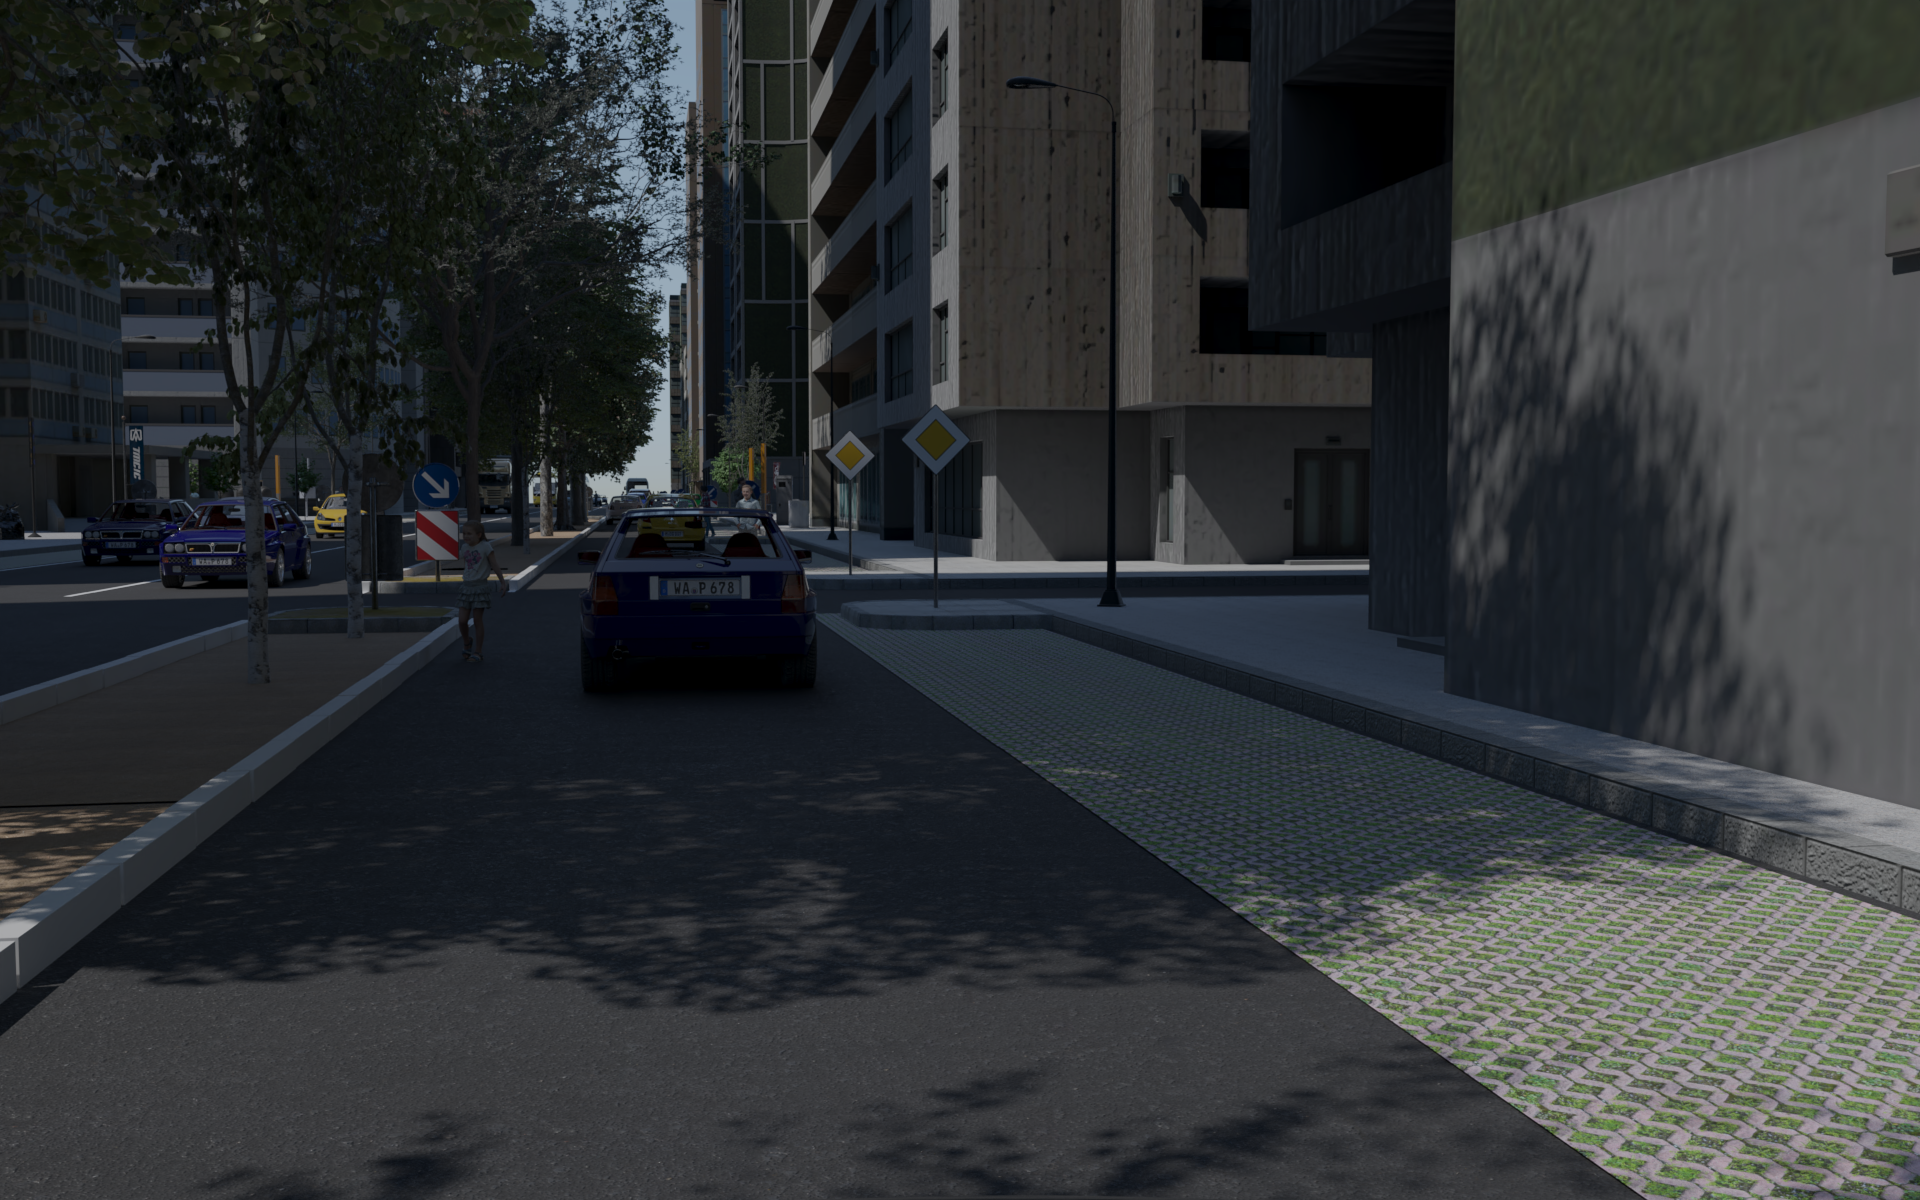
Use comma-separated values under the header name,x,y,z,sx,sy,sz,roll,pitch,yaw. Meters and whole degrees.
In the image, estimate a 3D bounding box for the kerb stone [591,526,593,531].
name,x,y,z,sx,sy,sz,roll,pitch,yaw
kerb stone,-13.832,-2.587,64.496,0.120,0.150,1.000,-1,4,-10

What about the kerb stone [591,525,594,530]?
name,x,y,z,sx,sy,sz,roll,pitch,yaw
kerb stone,-14.023,-2.647,65.500,0.120,0.150,1.000,-1,4,-10

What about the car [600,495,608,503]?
name,x,y,z,sx,sy,sz,roll,pitch,yaw
car,-50.794,-14.232,245.277,1.945,1.354,3.894,-1,4,-12

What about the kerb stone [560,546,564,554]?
name,x,y,z,sx,sy,sz,roll,pitch,yaw
kerb stone,-9.348,-1.107,40.295,0.120,0.150,1.000,-1,4,-10

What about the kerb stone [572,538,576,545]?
name,x,y,z,sx,sy,sz,roll,pitch,yaw
kerb stone,-10.654,-1.534,47.352,0.120,0.150,1.000,-1,4,-10

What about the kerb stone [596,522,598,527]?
name,x,y,z,sx,sy,sz,roll,pitch,yaw
kerb stone,-15.331,-3.080,72.559,0.120,0.150,1.000,-1,4,-10

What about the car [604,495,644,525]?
name,x,y,z,sx,sy,sz,roll,pitch,yaw
car,-15.931,-4.301,82.689,2.083,1.381,4.827,-1,4,-10

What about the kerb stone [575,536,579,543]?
name,x,y,z,sx,sy,sz,roll,pitch,yaw
kerb stone,-11.023,-1.662,49.365,0.120,0.150,1.000,-1,4,-10

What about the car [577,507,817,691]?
name,x,y,z,sx,sy,sz,roll,pitch,yaw
car,-2.136,-0.090,14.059,1.945,1.354,3.894,-1,4,-9

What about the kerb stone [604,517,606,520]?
name,x,y,z,sx,sy,sz,roll,pitch,yaw
kerb stone,-18.141,-4.004,87.663,0.120,0.150,1.000,-1,4,-10

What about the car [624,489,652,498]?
name,x,y,z,sx,sy,sz,roll,pitch,yaw
car,-23.143,-7.134,125.309,2.281,1.827,5.304,-1,4,-11

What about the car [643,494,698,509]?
name,x,y,z,sx,sy,sz,roll,pitch,yaw
car,-7.559,-2.140,45.218,2.015,1.641,3.980,-1,4,-11

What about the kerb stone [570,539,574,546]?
name,x,y,z,sx,sy,sz,roll,pitch,yaw
kerb stone,-10.465,-1.477,46.344,0.120,0.150,1.000,-1,4,-10

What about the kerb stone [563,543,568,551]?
name,x,y,z,sx,sy,sz,roll,pitch,yaw
kerb stone,-9.710,-1.230,42.314,0.120,0.150,1.000,-1,4,-10

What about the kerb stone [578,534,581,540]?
name,x,y,z,sx,sy,sz,roll,pitch,yaw
kerb stone,-11.400,-1.784,51.381,0.120,0.150,1.000,-1,4,-10

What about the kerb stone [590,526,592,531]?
name,x,y,z,sx,sy,sz,roll,pitch,yaw
kerb stone,-13.650,-2.520,63.490,0.120,0.150,1.000,-1,4,-10

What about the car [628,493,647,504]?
name,x,y,z,sx,sy,sz,roll,pitch,yaw
car,-21.848,-6.563,116.889,1.945,1.707,3.694,-1,4,-11

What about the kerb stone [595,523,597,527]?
name,x,y,z,sx,sy,sz,roll,pitch,yaw
kerb stone,-14.959,-2.957,70.538,0.120,0.150,1.000,-1,4,-10

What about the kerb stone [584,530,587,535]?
name,x,y,z,sx,sy,sz,roll,pitch,yaw
kerb stone,-12.524,-2.154,57.426,0.120,0.150,1.000,-1,4,-10

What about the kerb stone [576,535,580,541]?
name,x,y,z,sx,sy,sz,roll,pitch,yaw
kerb stone,-11.217,-1.724,50.375,0.120,0.150,1.000,-1,4,-10

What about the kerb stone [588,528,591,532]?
name,x,y,z,sx,sy,sz,roll,pitch,yaw
kerb stone,-13.280,-2.395,61.473,0.120,0.150,1.000,-1,4,-10

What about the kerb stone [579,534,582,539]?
name,x,y,z,sx,sy,sz,roll,pitch,yaw
kerb stone,-11.589,-1.847,52.392,0.120,0.150,1.000,-1,4,-10

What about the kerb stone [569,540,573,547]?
name,x,y,z,sx,sy,sz,roll,pitch,yaw
kerb stone,-10.273,-1.415,45.328,0.120,0.150,1.000,-1,4,-10

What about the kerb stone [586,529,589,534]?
name,x,y,z,sx,sy,sz,roll,pitch,yaw
kerb stone,-12.902,-2.278,59.450,0.120,0.150,1.000,-1,4,-10

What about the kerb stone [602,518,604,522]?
name,x,y,z,sx,sy,sz,roll,pitch,yaw
kerb stone,-17.393,-3.757,83.629,0.120,0.150,1.000,-1,4,-10

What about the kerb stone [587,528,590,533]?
name,x,y,z,sx,sy,sz,roll,pitch,yaw
kerb stone,-13.084,-2.341,60.463,0.120,0.150,1.000,-1,4,-10

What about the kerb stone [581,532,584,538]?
name,x,y,z,sx,sy,sz,roll,pitch,yaw
kerb stone,-11.968,-1.970,54.405,0.120,0.150,1.000,-1,4,-10

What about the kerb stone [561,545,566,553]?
name,x,y,z,sx,sy,sz,roll,pitch,yaw
kerb stone,-9.534,-1.163,41.301,0.120,0.150,1.000,-1,4,-10

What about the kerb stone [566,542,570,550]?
name,x,y,z,sx,sy,sz,roll,pitch,yaw
kerb stone,-9.906,-1.290,43.317,0.120,0.150,1.000,-1,4,-10

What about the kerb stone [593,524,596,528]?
name,x,y,z,sx,sy,sz,roll,pitch,yaw
kerb stone,-14.590,-2.833,68.517,0.120,0.150,1.000,-1,4,-10

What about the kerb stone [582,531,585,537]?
name,x,y,z,sx,sy,sz,roll,pitch,yaw
kerb stone,-12.149,-2.028,55.413,0.120,0.150,1.000,-1,4,-10

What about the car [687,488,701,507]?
name,x,y,z,sx,sy,sz,roll,pitch,yaw
car,-17.550,-6.334,112.357,1.959,1.807,4.718,-1,4,-12

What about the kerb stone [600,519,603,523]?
name,x,y,z,sx,sy,sz,roll,pitch,yaw
kerb stone,-16.827,-3.573,80.607,0.120,0.150,1.000,-1,4,-10

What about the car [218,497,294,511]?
name,x,y,z,sx,sy,sz,roll,pitch,yaw
car,-18.093,-1.925,43.837,2.083,1.381,4.827,-1,4,-9

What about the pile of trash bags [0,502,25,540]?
name,x,y,z,sx,sy,sz,roll,pitch,yaw
pile of trash bags,-28.044,-2.351,48.189,3.447,1.369,1.912,-3,4,-39

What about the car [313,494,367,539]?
name,x,y,z,sx,sy,sz,roll,pitch,yaw
car,-20.194,-2.871,57.162,2.015,1.641,3.980,-1,4,-12

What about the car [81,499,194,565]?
name,x,y,z,sx,sy,sz,roll,pitch,yaw
car,-16.996,-1.439,36.116,1.945,1.354,3.894,-1,4,-12

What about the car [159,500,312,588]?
name,x,y,z,sx,sy,sz,roll,pitch,yaw
car,-11.575,-0.931,27.799,1.945,1.354,3.894,-1,4,-11

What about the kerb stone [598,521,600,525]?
name,x,y,z,sx,sy,sz,roll,pitch,yaw
kerb stone,-15.908,-3.263,75.579,0.120,0.150,1.000,-1,4,-10

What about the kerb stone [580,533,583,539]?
name,x,y,z,sx,sy,sz,roll,pitch,yaw
kerb stone,-11.782,-1.906,53.401,0.120,0.150,1.000,-1,4,-10

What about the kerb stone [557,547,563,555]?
name,x,y,z,sx,sy,sz,roll,pitch,yaw
kerb stone,-9.153,-1.045,39.285,0.120,0.150,1.000,-1,4,-10

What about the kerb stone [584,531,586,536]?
name,x,y,z,sx,sy,sz,roll,pitch,yaw
kerb stone,-12.333,-2.091,56.422,0.120,0.150,1.000,-1,4,-10

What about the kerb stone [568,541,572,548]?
name,x,y,z,sx,sy,sz,roll,pitch,yaw
kerb stone,-10.085,-1.353,44.323,0.120,0.150,1.000,-1,4,-10

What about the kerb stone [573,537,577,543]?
name,x,y,z,sx,sy,sz,roll,pitch,yaw
kerb stone,-10.837,-1.600,48.357,0.120,0.150,1.000,-1,4,-10

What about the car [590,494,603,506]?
name,x,y,z,sx,sy,sz,roll,pitch,yaw
car,-44.257,-12.228,209.716,2.009,1.686,4.222,-1,4,-10

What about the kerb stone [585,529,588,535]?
name,x,y,z,sx,sy,sz,roll,pitch,yaw
kerb stone,-12.711,-2.216,58.431,0.120,0.150,1.000,-1,4,-10
